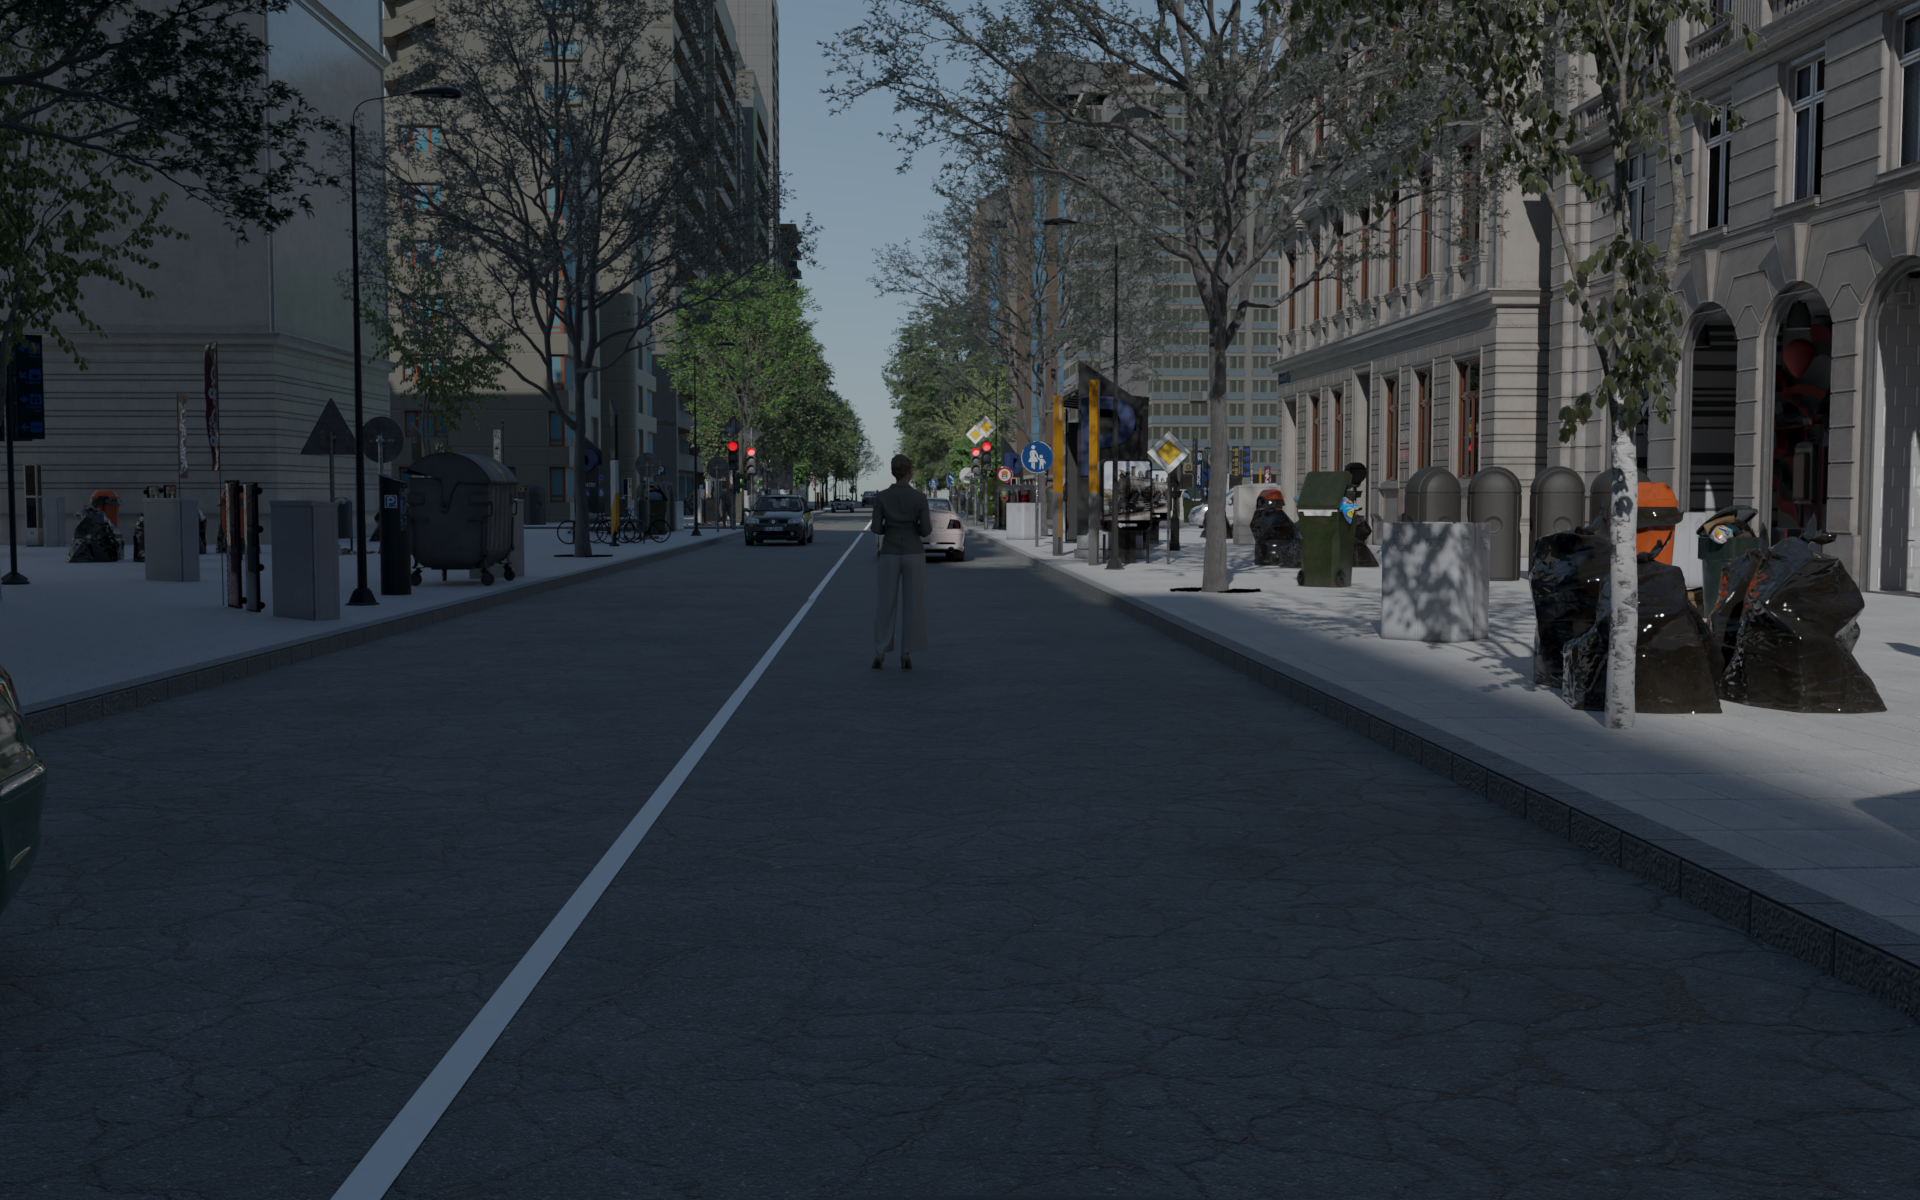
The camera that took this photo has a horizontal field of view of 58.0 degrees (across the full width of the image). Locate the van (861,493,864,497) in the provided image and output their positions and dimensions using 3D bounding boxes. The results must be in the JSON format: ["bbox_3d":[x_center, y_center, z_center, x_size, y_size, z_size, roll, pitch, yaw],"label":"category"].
[{"bbox_3d":[-11.564,-13.015,219.812,2.013,2.044,4.112,0,4,-2],"label":"van"}]

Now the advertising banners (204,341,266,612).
[{"bbox_3d":[-8.168,-1.422,19.442,0.090,3.025,2.074,-3,4,-37],"label":"advertising banners"}]

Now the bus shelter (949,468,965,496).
[{"bbox_3d":[0.010,-9.958,140.448,2.179,5.291,8.768,0,4,-2],"label":"bus shelter"}]

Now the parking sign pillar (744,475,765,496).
[{"bbox_3d":[-16.218,-9.228,139.342,1.447,3.967,1.447,-3,5,-41],"label":"parking sign pillar"}]

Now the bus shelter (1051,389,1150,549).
[{"bbox_3d":[3.347,-3.100,41.973,1.731,3.624,6.357,0,4,-2],"label":"bus shelter"}]

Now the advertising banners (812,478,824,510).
[{"bbox_3d":[-11.662,-8.929,142.170,0.090,3.025,2.074,-2,4,-31],"label":"advertising banners"}]

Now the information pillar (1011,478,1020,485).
[{"bbox_3d":[2.484,-4.493,77.952,0.304,2.012,0.304,2,4,27],"label":"information pillar"}]

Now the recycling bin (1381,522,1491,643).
[{"bbox_3d":[4.215,-0.171,15.345,0.722,1.027,0.722,3,5,41],"label":"recycling bin"}]

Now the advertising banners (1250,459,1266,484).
[{"bbox_3d":[14.846,-5.543,86.815,0.090,3.025,2.074,2,4,28],"label":"advertising banners"}]

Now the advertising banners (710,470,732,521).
[{"bbox_3d":[-11.280,-5.283,82.572,0.090,3.025,2.074,2,4,26],"label":"advertising banners"}]

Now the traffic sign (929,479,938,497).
[{"bbox_3d":[-2.220,-8.887,145.402,0.768,2.556,0.104,0,4,-1],"label":"traffic sign"}]

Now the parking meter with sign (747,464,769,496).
[{"bbox_3d":[-11.612,-6.173,97.188,1.738,3.016,0.543,-1,4,-15],"label":"parking meter with sign"}]

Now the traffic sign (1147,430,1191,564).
[{"bbox_3d":[3.792,-1.855,31.511,0.795,2.450,0.064,0,4,5],"label":"traffic sign"}]

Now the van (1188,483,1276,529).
[{"bbox_3d":[10.829,-3.636,66.456,4.112,2.044,2.013,0,4,-1],"label":"van"}]

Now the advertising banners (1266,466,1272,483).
[{"bbox_3d":[18.714,-6.895,108.920,0.090,3.025,2.074,-3,5,-41],"label":"advertising banners"}]

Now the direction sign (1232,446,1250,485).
[{"bbox_3d":[13.200,-5.470,81.438,0.876,3.537,0.379,2,4,24],"label":"direction sign"}]

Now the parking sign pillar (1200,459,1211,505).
[{"bbox_3d":[18.943,-8.810,132.511,1.447,3.967,1.447,-2,4,-32],"label":"parking sign pillar"}]

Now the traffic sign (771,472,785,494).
[{"bbox_3d":[-10.266,-5.965,97.632,0.768,2.556,0.104,0,4,0],"label":"traffic sign"}]

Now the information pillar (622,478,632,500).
[{"bbox_3d":[-15.486,-4.655,80.600,0.304,2.012,0.304,1,4,20],"label":"information pillar"}]

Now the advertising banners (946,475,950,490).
[{"bbox_3d":[-0.421,-7.576,120.056,0.090,3.025,2.074,2,4,34],"label":"advertising banners"}]

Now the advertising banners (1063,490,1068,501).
[{"bbox_3d":[4.178,-3.948,60.740,2.074,3.025,0.090,-2,4,-30],"label":"advertising banners"}]

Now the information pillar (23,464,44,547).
[{"bbox_3d":[-22.549,-2.304,42.162,0.304,2.012,0.304,0,4,-6],"label":"information pillar"}]

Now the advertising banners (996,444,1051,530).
[{"bbox_3d":[2.246,-3.976,61.203,2.074,3.025,0.090,2,4,23],"label":"advertising banners"}]

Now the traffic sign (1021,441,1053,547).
[{"bbox_3d":[1.864,-2.556,41.895,0.768,2.556,0.104,0,4,4],"label":"traffic sign"}]

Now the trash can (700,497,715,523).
[{"bbox_3d":[-10.811,-3.840,74.440,0.748,1.137,0.748,0,3,0],"label":"trash can"}]

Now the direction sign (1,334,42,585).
[{"bbox_3d":[-13.443,-1.990,24.533,0.876,3.537,0.379,-2,4,-30],"label":"direction sign"}]

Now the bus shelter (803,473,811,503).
[{"bbox_3d":[-12.580,-8.624,134.927,2.014,3.302,5.546,0,4,-2],"label":"bus shelter"}]

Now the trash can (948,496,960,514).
[{"bbox_3d":[-0.398,-5.939,108.753,0.748,1.137,0.748,0,3,0],"label":"trash can"}]

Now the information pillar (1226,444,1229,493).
[{"bbox_3d":[10.646,-4.804,69.892,0.504,3.616,0.183,-3,4,-36],"label":"information pillar"}]

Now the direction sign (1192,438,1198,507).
[{"bbox_3d":[9.593,-4.816,70.736,0.379,3.537,0.876,1,4,20],"label":"direction sign"}]

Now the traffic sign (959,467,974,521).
[{"bbox_3d":[0.337,-5.041,82.528,0.768,2.556,0.104,0,3,0],"label":"traffic sign"}]

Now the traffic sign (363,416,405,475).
[{"bbox_3d":[-9.465,-1.728,28.354,0.768,2.556,0.104,0,4,6],"label":"traffic sign"}]

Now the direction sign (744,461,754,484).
[{"bbox_3d":[-12.071,-6.562,99.291,0.876,3.537,0.379,0,4,-4],"label":"direction sign"}]

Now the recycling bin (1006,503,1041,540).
[{"bbox_3d":[1.796,-2.222,48.887,0.722,1.027,0.722,-3,5,-41],"label":"recycling bin"}]

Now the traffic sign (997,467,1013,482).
[{"bbox_3d":[2.075,-4.924,80.610,0.768,2.556,0.104,0,4,1],"label":"traffic sign"}]

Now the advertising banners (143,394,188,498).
[{"bbox_3d":[-13.582,-2.051,29.729,0.090,3.025,2.074,0,4,-5],"label":"advertising banners"}]

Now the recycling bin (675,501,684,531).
[{"bbox_3d":[-10.130,-2.942,60.651,0.722,1.027,0.722,1,4,11],"label":"recycling bin"}]

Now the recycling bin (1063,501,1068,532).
[{"bbox_3d":[3.984,-2.871,59.493,0.722,1.027,0.722,2,4,23],"label":"recycling bin"}]

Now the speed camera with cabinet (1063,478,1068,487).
[{"bbox_3d":[5.410,-6.360,98.313,2.038,3.252,0.660,-3,5,-43],"label":"speed camera with cabinet"}]

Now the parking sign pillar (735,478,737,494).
[{"bbox_3d":[-18.212,-9.496,143.724,1.447,3.967,1.447,1,4,19],"label":"parking sign pillar"}]

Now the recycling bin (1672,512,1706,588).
[{"bbox_3d":[9.734,-0.690,23.839,0.722,1.027,0.722,-2,4,-28],"label":"recycling bin"}]

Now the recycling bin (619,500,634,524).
[{"bbox_3d":[-14.510,-3.816,74.952,0.722,1.027,0.722,-1,4,-19],"label":"recycling bin"}]

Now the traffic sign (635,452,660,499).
[{"bbox_3d":[-9.533,-3.227,52.869,0.768,2.556,0.104,0,4,2],"label":"traffic sign"}]

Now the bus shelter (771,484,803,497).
[{"bbox_3d":[-11.758,-7.411,115.085,2.014,3.302,5.546,0,4,-2],"label":"bus shelter"}]

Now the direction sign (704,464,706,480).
[{"bbox_3d":[-16.071,-7.210,109.885,0.379,3.537,0.876,-2,4,-27],"label":"direction sign"}]

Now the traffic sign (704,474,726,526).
[{"bbox_3d":[-9.813,-4.249,69.470,0.884,2.594,0.081,0,4,3],"label":"traffic sign"}]

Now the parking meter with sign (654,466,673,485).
[{"bbox_3d":[-18.321,-6.874,108.656,0.543,3.016,1.738,1,4,20],"label":"parking meter with sign"}]

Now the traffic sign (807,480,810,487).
[{"bbox_3d":[-12.353,-8.474,138.657,0.768,2.556,0.104,0,4,-1],"label":"traffic sign"}]

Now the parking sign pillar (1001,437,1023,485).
[{"bbox_3d":[2.461,-5.713,81.877,1.447,3.967,1.447,3,4,36],"label":"parking sign pillar"}]

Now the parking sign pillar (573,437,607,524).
[{"bbox_3d":[-15.971,-5.266,74.566,1.447,3.967,1.447,2,4,26],"label":"parking sign pillar"}]

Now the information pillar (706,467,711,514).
[{"bbox_3d":[-13.981,-6.419,96.301,0.183,3.616,0.504,1,4,15],"label":"information pillar"}]

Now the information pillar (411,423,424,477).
[{"bbox_3d":[-17.838,-4.013,56.973,0.504,3.616,0.183,2,4,29],"label":"information pillar"}]

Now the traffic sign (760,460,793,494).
[{"bbox_3d":[-10.805,-6.526,100.574,2.265,3.308,0.079,0,4,3],"label":"traffic sign"}]

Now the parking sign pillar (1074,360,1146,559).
[{"bbox_3d":[2.999,-2.818,34.543,1.447,3.967,1.447,0,4,7],"label":"parking sign pillar"}]

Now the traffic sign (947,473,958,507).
[{"bbox_3d":[-0.424,-6.386,104.517,0.768,2.556,0.104,0,4,-1],"label":"traffic sign"}]

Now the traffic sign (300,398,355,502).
[{"bbox_3d":[-8.514,-1.437,23.494,0.884,2.594,0.081,0,4,4],"label":"traffic sign"}]

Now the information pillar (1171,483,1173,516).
[{"bbox_3d":[10.296,-4.944,85.323,0.304,2.012,0.304,-1,4,-16],"label":"information pillar"}]

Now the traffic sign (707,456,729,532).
[{"bbox_3d":[-8.149,-3.556,58.252,0.768,2.556,0.104,0,4,7],"label":"traffic sign"}]
